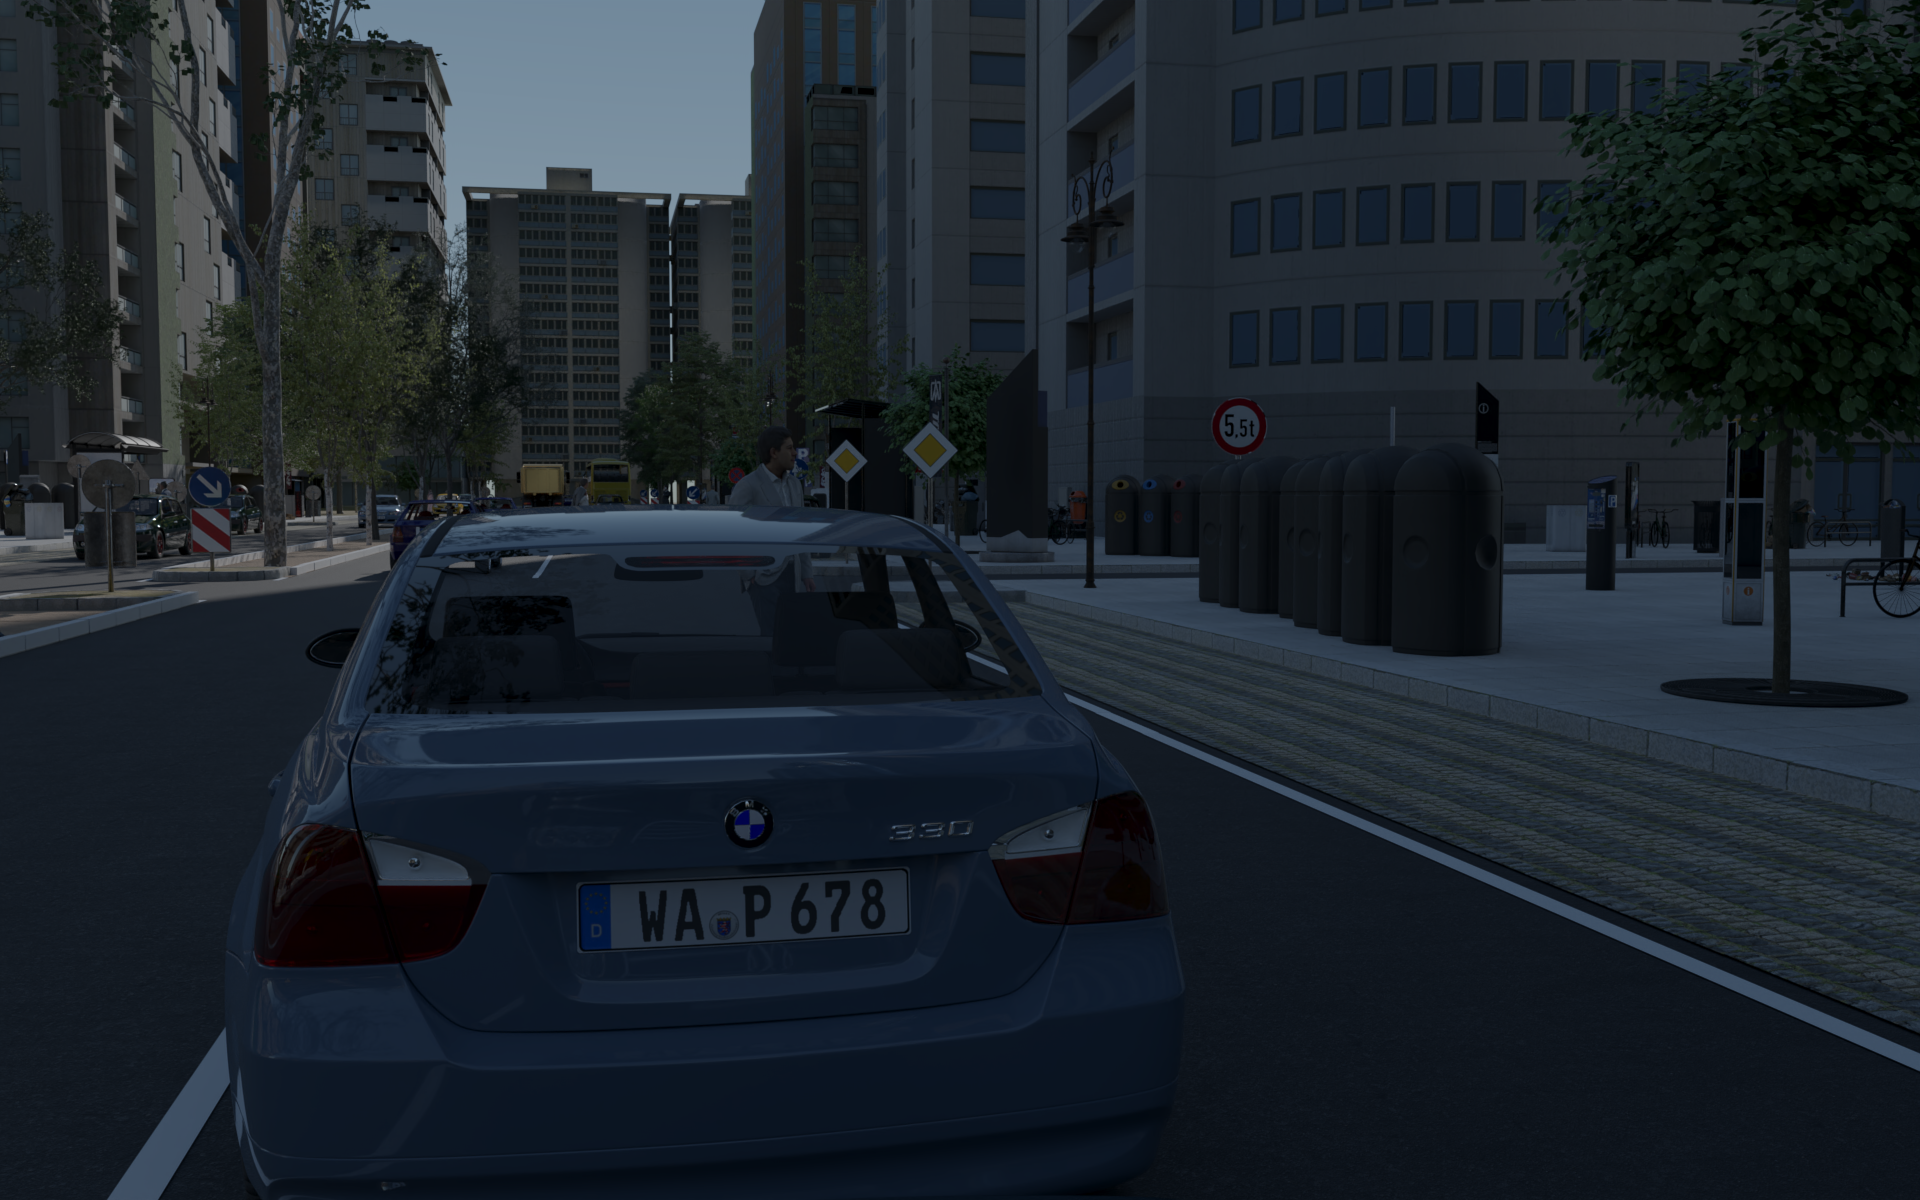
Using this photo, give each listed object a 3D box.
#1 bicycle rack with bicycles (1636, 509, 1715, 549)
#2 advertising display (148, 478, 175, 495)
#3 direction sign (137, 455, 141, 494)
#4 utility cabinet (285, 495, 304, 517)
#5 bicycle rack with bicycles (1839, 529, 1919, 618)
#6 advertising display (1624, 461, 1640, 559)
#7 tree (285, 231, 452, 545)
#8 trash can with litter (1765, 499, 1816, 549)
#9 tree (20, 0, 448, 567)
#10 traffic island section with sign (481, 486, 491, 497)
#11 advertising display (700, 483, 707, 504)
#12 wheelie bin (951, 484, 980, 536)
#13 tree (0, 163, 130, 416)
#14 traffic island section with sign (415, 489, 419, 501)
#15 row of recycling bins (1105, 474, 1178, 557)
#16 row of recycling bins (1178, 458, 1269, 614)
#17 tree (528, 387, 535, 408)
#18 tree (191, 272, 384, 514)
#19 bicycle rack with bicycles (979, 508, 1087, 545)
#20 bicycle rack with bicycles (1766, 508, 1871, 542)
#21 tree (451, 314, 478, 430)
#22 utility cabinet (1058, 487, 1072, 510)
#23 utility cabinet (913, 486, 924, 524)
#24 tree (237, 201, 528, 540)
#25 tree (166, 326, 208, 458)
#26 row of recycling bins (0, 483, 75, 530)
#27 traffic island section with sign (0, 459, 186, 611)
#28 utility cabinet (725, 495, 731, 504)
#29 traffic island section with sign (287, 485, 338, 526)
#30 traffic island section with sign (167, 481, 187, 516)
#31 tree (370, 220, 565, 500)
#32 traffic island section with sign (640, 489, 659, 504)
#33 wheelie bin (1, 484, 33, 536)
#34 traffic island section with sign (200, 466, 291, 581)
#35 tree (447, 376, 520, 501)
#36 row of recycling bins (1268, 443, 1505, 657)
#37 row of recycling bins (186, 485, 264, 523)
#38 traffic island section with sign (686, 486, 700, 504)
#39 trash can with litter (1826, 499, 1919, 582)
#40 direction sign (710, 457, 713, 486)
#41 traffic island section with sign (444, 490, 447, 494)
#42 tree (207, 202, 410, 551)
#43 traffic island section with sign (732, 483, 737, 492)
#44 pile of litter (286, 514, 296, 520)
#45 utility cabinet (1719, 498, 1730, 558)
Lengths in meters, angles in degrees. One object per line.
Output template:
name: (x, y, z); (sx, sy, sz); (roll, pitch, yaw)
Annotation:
bicycle rack with bicycles: (17.295, -1.730, 41.670); (2.852, 0.926, 2.925); (2, 4, 29)
advertising display: (-31.536, -3.869, 68.469); (0.974, 1.923, 0.123); (-1, 4, -14)
direction sign: (-38.591, -5.470, 81.432); (0.379, 3.537, 0.876); (-2, 4, -34)
utility cabinet: (-37.018, -5.206, 96.277); (1.020, 1.237, 0.306); (0, 4, 1)
bicycle rack with bicycles: (10.430, -0.237, 17.261); (2.925, 0.926, 2.852); (-1, 4, -11)
advertising display: (13.444, -1.801, 34.660); (0.123, 1.923, 0.974); (2, 4, 30)
tree: (-16.484, -5.828, 48.102); (4.360, 8.622, 3.978); (0, 3, 0)
trash can with litter: (19.337, -1.776, 40.428); (1.055, 1.170, 0.624); (-1, 4, -12)
tree: (-14.715, -10.728, 33.753); (12.611, 20.169, 13.585); (0, 3, 0)
traffic island section with sign: (-28.244, -5.791, 102.823); (2.006, 1.907, 1.989); (-1, 4, -12)
advertising display: (-15.365, -6.020, 103.643); (0.123, 1.923, 0.974); (1, 4, 10)
wheelie bin: (0.172, -2.784, 53.419); (0.980, 1.594, 0.693); (3, 5, 41)
tree: (-25.890, -6.797, 45.548); (8.767, 10.594, 7.601); (0, 4, -5)
traffic island section with sign: (-39.922, -7.300, 127.981); (1.989, 1.847, 2.006); (-1, 4, -12)
row of recycling bins: (4.405, -1.744, 35.635); (1.069, 1.692, 3.534); (-3, 5, -43)
row of recycling bins: (3.480, -0.742, 19.239); (1.069, 1.692, 3.534); (-1, 4, -9)
tree: (-20.745, -7.966, 67.120); (8.767, 10.594, 7.601); (-1, 4, -12)
tree: (-35.149, -10.389, 87.987); (7.486, 12.596, 7.792); (0, 3, 0)
bicycle rack with bicycles: (2.131, -1.915, 44.686); (2.852, 0.926, 2.925); (-2, 4, -26)
bicycle rack with bicycles: (20.956, -1.805, 42.894); (2.925, 0.926, 2.852); (-2, 4, -28)
tree: (-19.144, -6.636, 61.315); (4.360, 8.622, 3.978); (0, 3, 0)
utility cabinet: (3.221, -2.729, 53.298); (0.318, 1.500, 1.173); (1, 4, 11)
utility cabinet: (-1.307, -2.318, 46.573); (0.318, 1.500, 1.173); (-2, 4, -24)
tree: (-18.235, -7.156, 53.875); (8.767, 10.594, 7.601); (-1, 4, -12)
tree: (-31.579, -7.561, 73.978); (4.737, 8.622, 4.395); (0, 3, 0)
row of recycling bins: (-33.904, -3.408, 62.841); (3.534, 1.692, 1.069); (-3, 5, -44)
traffic island section with sign: (-11.013, -0.853, 22.089); (2.006, 1.907, 1.989); (-1, 4, -12)
utility cabinet: (-12.345, -4.975, 92.502); (0.306, 1.237, 1.020); (-1, 4, -15)
traffic island section with sign: (-29.442, -4.296, 78.861); (1.989, 1.847, 2.006); (-1, 4, -12)
traffic island section with sign: (-23.805, -2.680, 52.449); (1.989, 1.847, 2.006); (-1, 4, -12)
tree: (-22.782, -10.044, 77.049); (12.009, 13.543, 11.850); (0, 3, 0)
traffic island section with sign: (-23.306, -7.511, 131.433); (1.989, 1.847, 2.006); (-1, 4, -12)
wheelie bin: (-28.966, -2.775, 53.283); (0.693, 1.594, 0.980); (0, 4, -2)
traffic island section with sign: (-12.550, -1.297, 29.335); (2.006, 1.907, 1.989); (-1, 4, -12)
tree: (-25.301, -8.472, 91.344); (4.737, 8.622, 4.395); (0, 3, 0)
row of recycling bins: (3.769, -0.503, 15.335); (1.069, 1.692, 3.534); (0, 4, -6)
row of recycling bins: (-32.714, -4.301, 77.436); (3.534, 1.692, 1.069); (-3, 5, -39)
traffic island section with sign: (-12.828, -4.508, 82.334); (1.989, 1.847, 2.006); (-1, 4, -12)
trash can with litter: (13.851, -0.909, 25.924); (1.678, 1.210, 2.233); (0, 4, -1)
direction sign: (-15.219, -6.974, 106.026); (0.379, 3.537, 0.876); (-1, 4, -17)
traffic island section with sign: (-45.542, -8.912, 154.346); (1.989, 1.847, 2.006); (-1, 4, -12)
tree: (-15.676, -5.507, 42.855); (4.737, 8.622, 4.395); (0, 3, 0)
traffic island section with sign: (-7.204, -2.896, 55.969); (1.989, 1.847, 2.006); (-1, 4, -12)
pile of litter: (-33.645, -4.429, 86.378); (1.176, 0.858, 1.719); (0, 4, 7)
utility cabinet: (15.778, -1.478, 35.332); (0.306, 1.237, 1.020); (3, 4, 38)
